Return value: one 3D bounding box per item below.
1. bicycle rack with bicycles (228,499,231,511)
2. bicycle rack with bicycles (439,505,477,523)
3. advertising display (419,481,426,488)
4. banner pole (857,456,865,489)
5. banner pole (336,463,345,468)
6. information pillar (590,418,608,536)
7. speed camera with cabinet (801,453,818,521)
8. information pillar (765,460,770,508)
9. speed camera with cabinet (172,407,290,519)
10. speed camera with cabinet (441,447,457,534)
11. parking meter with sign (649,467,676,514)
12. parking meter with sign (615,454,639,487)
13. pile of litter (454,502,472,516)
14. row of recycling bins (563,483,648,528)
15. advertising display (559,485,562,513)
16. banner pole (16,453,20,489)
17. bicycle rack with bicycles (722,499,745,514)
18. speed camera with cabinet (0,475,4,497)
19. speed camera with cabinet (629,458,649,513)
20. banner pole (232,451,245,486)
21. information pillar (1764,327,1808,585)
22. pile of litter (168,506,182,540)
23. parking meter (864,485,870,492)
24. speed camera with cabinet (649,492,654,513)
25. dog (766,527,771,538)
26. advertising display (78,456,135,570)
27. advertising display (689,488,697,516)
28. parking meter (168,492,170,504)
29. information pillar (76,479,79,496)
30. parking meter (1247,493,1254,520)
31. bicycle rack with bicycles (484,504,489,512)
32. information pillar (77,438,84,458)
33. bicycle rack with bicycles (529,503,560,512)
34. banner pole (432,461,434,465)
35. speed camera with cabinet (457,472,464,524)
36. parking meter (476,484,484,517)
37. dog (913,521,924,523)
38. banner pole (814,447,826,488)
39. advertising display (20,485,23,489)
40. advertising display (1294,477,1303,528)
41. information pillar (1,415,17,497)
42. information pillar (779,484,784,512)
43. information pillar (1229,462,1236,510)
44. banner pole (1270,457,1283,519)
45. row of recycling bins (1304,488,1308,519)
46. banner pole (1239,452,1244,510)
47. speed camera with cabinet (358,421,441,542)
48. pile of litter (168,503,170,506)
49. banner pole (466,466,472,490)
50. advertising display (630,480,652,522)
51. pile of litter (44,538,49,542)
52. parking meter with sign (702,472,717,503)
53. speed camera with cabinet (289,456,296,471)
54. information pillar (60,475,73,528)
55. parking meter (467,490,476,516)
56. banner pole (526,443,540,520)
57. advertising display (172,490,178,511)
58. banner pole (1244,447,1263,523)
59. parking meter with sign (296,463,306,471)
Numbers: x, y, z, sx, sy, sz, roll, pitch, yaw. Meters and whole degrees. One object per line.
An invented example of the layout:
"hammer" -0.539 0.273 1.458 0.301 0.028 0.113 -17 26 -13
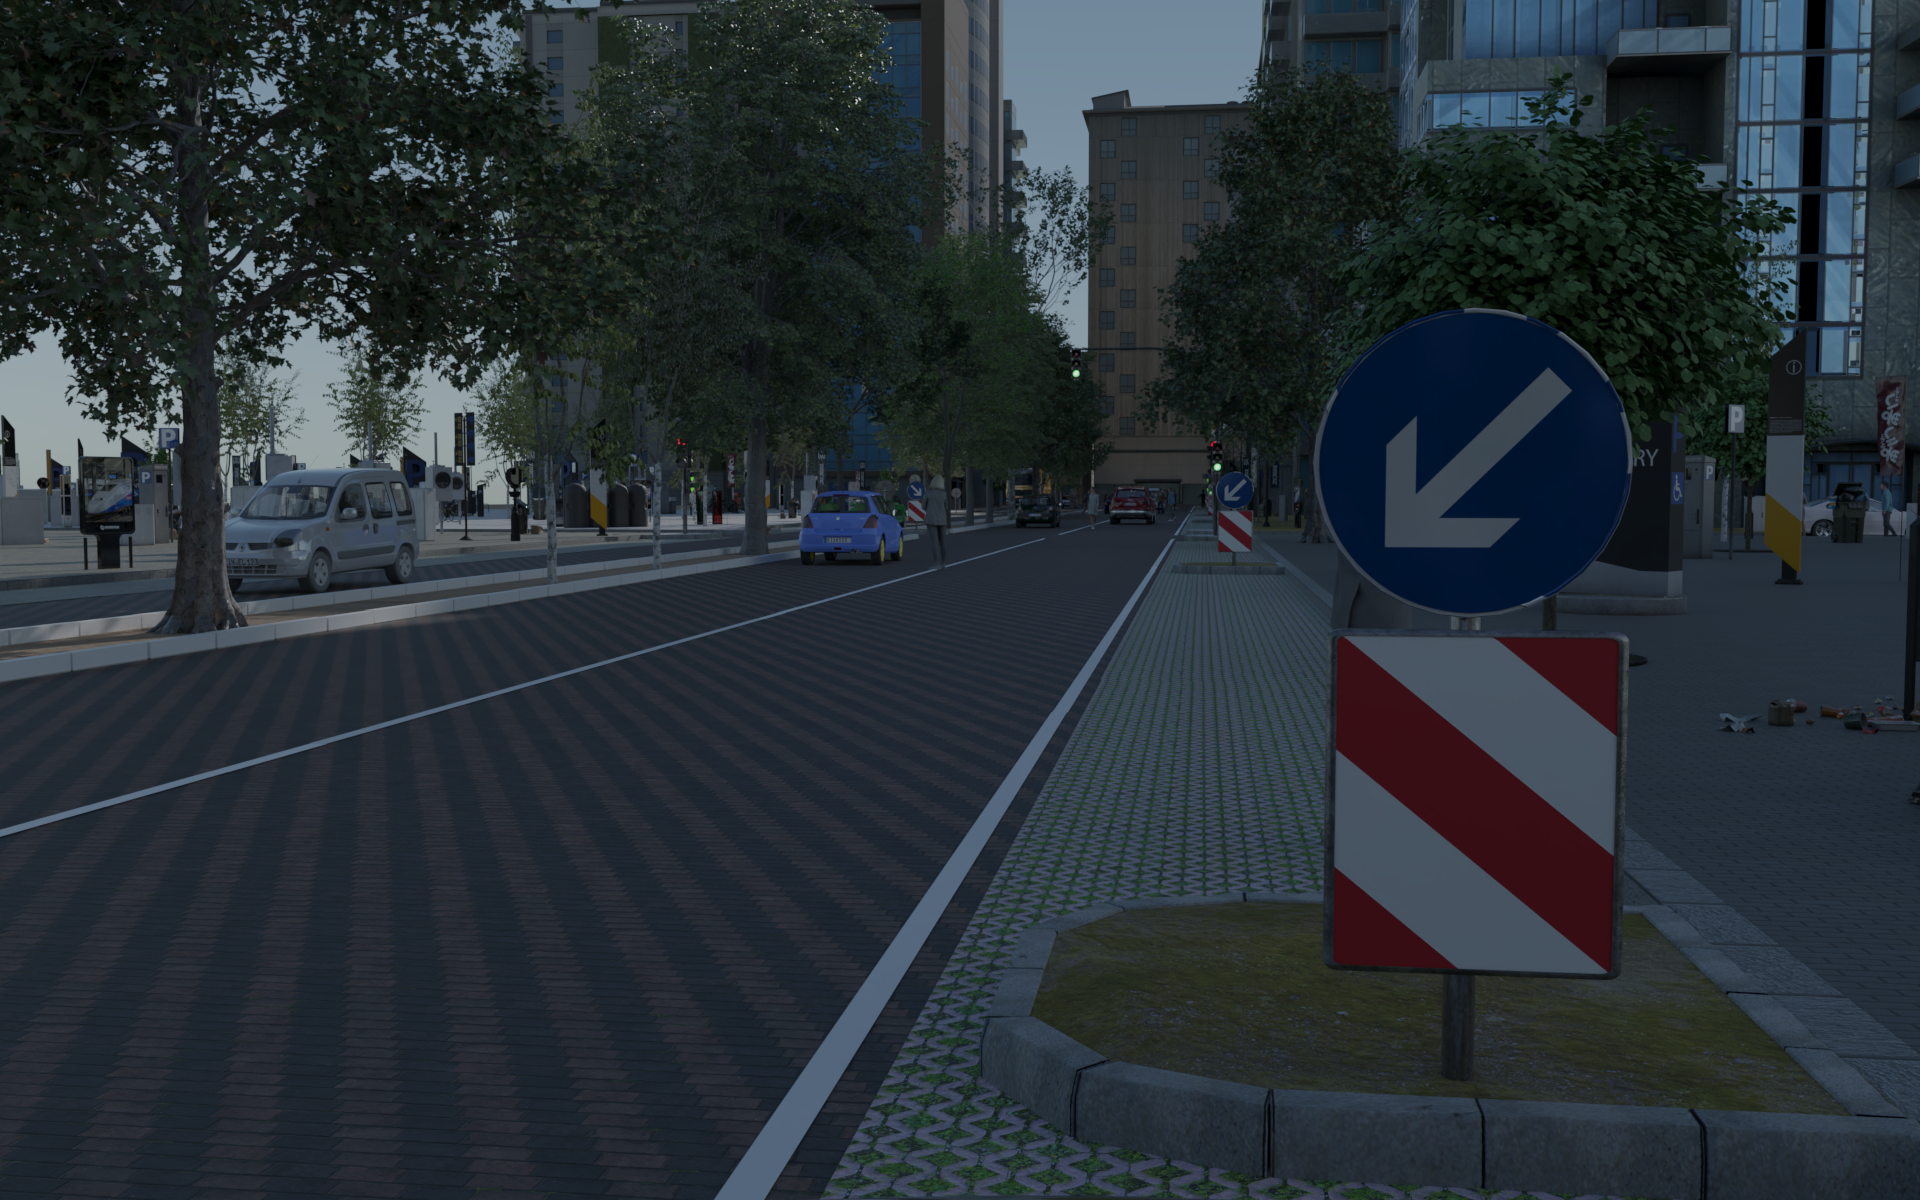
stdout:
"bicycle rack with bicycles" -54.306 -7.100 129.462 2.852 0.926 2.925 0 4 5
"bicycle rack with bicycles" -23.982 -4.008 78.916 2.925 0.926 2.852 1 4 13
"advertising display" -26.566 -4.978 86.611 0.974 1.923 0.123 0 4 2
"banner pole" -6.570 -7.615 114.521 0.863 3.779 0.401 -3 5 -43
"banner pole" -50.238 -9.214 140.659 0.863 3.779 0.401 -1 4 -22
"information pillar" -11.055 -3.771 53.011 0.504 3.616 0.183 -1 4 -16
"speed camera with cabinet" -7.184 -5.401 82.639 0.660 3.252 2.038 0 4 2
"information pillar" -11.582 -6.835 103.111 0.504 3.616 0.183 0 4 -5
"speed camera with cabinet" -14.783 -2.491 35.066 2.038 3.252 0.660 -1 4 -14
"speed camera with cabinet" -17.157 -3.704 54.903 2.038 3.252 0.660 -3 5 -42
"parking meter with sign" -18.893 -6.973 110.262 0.543 3.016 1.738 3 5 44
"parking meter with sign" -14.615 -4.787 74.526 0.543 3.016 1.738 2 4 33
"pile of litter" -28.718 -5.252 99.838 1.176 0.858 1.719 -1 4 -20
"row of recycling bins" -13.598 -3.646 66.719 3.534 1.692 1.069 -3 5 -43
"advertising display" -26.474 -6.806 116.484 0.974 1.923 0.123 0 4 -5
"banner pole" -60.891 -7.443 111.714 0.863 3.779 0.401 2 4 23
"bicycle rack with bicycles" -14.406 -6.181 114.443 2.925 0.926 2.852 -1 4 -20
"speed camera with cabinet" -45.021 -5.409 82.777 0.660 3.252 2.038 1 4 21
"speed camera with cabinet" -18.275 -6.155 94.973 2.038 3.252 0.660 -1 4 -9
"banner pole" -40.938 -6.632 98.448 0.863 3.779 0.401 -3 4 -36
"information pillar" 11.715 -2.031 24.554 0.504 3.616 0.183 3 4 36
"pile of litter" -22.495 -2.151 49.133 1.719 0.858 1.176 3 5 42
"parking meter" -6.193 -6.703 115.297 0.399 1.863 0.255 -2 4 -27
"speed camera with cabinet" -20.929 -7.491 116.818 0.660 3.252 2.038 2 4 27
"dog" -5.584 -1.797 48.664 0.540 0.507 0.406 -1 4 -9
"advertising display" -14.619 -1.498 29.699 0.123 1.923 0.974 2 4 29
"advertising display" -15.935 -5.999 103.304 0.123 1.923 0.974 -2 4 -29
"parking meter" -53.088 -6.746 116.007 0.399 1.863 0.255 3 5 42
"information pillar" -41.737 -4.753 82.203 0.304 2.012 0.304 -3 4 -36
"parking meter" 14.278 -4.857 85.123 0.255 1.863 0.399 0 4 -5
"bicycle rack with bicycles" -34.085 -6.561 120.653 2.852 0.926 2.925 -2 4 -34
"information pillar" -36.971 -4.987 72.888 0.183 3.616 0.504 -1 4 -10
"bicycle rack with bicycles" -29.386 -6.848 125.351 2.925 0.926 2.852 1 4 12
"banner pole" -39.162 -8.534 129.545 0.401 3.779 0.863 3 5 39
"speed camera with cabinet" -21.864 -4.793 72.695 2.038 3.252 0.660 -1 4 -21
"parking meter" -27.042 -5.620 97.594 0.399 1.863 0.255 -1 4 -14
"dog" -2.072 -4.072 86.771 0.550 0.427 0.748 0 4 1
"banner pole" -6.900 -5.794 84.746 0.863 3.779 0.401 2 4 28
"advertising display" -68.756 -7.420 126.528 0.123 1.923 0.974 0 4 5
"advertising display" 12.770 -3.682 65.419 0.123 1.923 0.974 0 4 -2
"information pillar" -28.277 -3.679 51.513 0.183 3.616 0.504 1 4 10
"information pillar" -12.754 -7.297 123.802 0.304 2.012 0.304 -1 4 -20
"information pillar" 19.237 -8.003 122.205 0.504 3.616 0.183 0 4 7
"banner pole" 16.523 -6.117 90.038 0.863 3.779 0.401 1 4 14
"row of recycling bins" 18.184 -4.895 87.140 1.069 1.692 3.534 0 4 -5
"banner pole" 16.868 -6.904 102.905 0.863 3.779 0.401 0 4 4
"speed camera with cabinet" -15.341 -3.234 47.209 2.038 3.252 0.660 1 4 15
"pile of litter" -43.678 -4.968 95.189 1.719 0.858 1.176 -1 4 -15
"banner pole" -39.802 -9.210 140.597 0.401 3.779 0.863 1 4 20
"advertising display" -14.698 -4.558 79.735 0.974 1.923 0.123 0 4 -8
"pile of litter" -24.994 -1.960 46.007 1.719 0.858 1.176 3 4 37
"parking meter with sign" -19.645 -8.609 137.017 1.738 3.016 0.543 2 4 27
"speed camera with cabinet" -15.307 -2.726 38.904 0.660 3.252 2.038 -1 4 -16
"information pillar" -34.327 -3.794 66.521 0.304 2.012 0.304 3 5 43
"parking meter" -32.095 -6.468 114.155 0.372 1.533 0.369 0 3 0
"banner pole" -20.768 -5.779 84.508 0.863 3.779 0.401 -2 4 -29
"advertising display" -50.131 -6.446 110.608 0.123 1.923 0.974 0 4 -6
"banner pole" 13.289 -5.368 77.776 0.401 3.779 0.863 -2 4 -24
"parking meter with sign" -37.485 -6.185 97.386 1.738 3.016 0.543 3 4 37
